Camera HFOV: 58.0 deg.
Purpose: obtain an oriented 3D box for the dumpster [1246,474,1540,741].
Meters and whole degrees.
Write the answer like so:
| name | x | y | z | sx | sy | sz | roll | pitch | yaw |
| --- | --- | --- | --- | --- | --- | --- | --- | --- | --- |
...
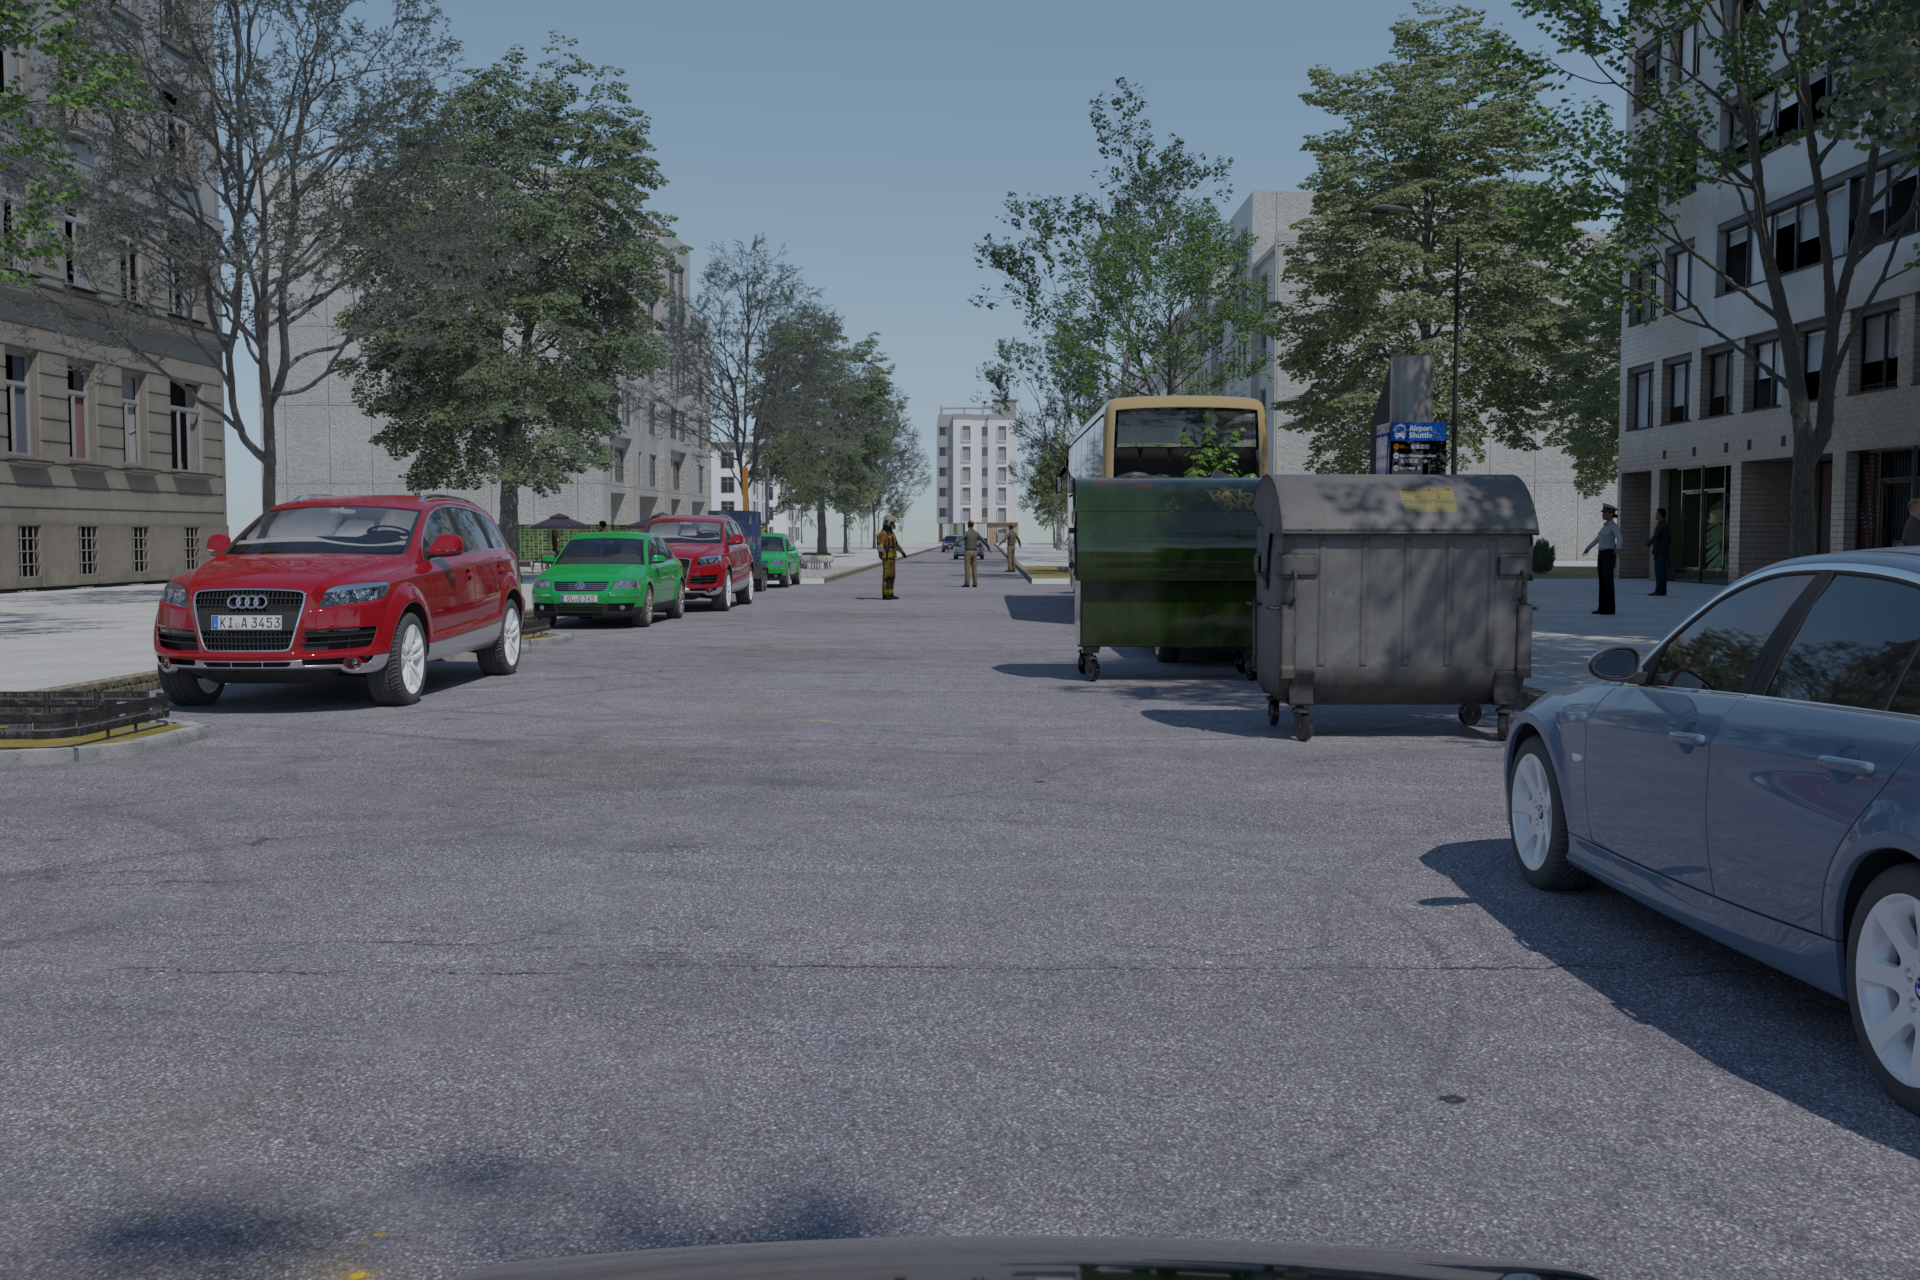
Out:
| name | x | y | z | sx | sy | sz | roll | pitch | yaw |
| --- | --- | --- | --- | --- | --- | --- | --- | --- | --- |
| dumpster | 3.063 | -0.259 | 12.443 | 1.865 | 1.857 | 1.264 | 0 | 4 | -1 |

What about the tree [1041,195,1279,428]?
| name | x | y | z | sx | sy | sz | roll | pitch | yaw |
| --- | --- | --- | --- | --- | --- | --- | --- | --- | --- |
| tree | 6.107 | -7.796 | 53.219 | 9.928 | 11.665 | 9.643 | 0 | 3 | 0 |

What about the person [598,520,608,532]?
| name | x | y | z | sx | sy | sz | roll | pitch | yaw |
| --- | --- | --- | --- | --- | --- | --- | --- | --- | --- |
| person | -14.376 | -3.878 | 69.543 | 0.704 | 1.843 | 1.345 | 2 | 4 | 24 |

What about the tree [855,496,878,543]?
| name | x | y | z | sx | sy | sz | roll | pitch | yaw |
| --- | --- | --- | --- | --- | --- | --- | --- | --- | --- |
| tree | -12.927 | -18.173 | 247.497 | 4.360 | 8.622 | 3.978 | 0 | 3 | 0 |

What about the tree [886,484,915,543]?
| name | x | y | z | sx | sy | sz | roll | pitch | yaw |
| --- | --- | --- | --- | --- | --- | --- | --- | --- | --- |
| tree | -8.523 | -18.171 | 247.454 | 4.737 | 8.622 | 4.395 | 0 | 3 | 0 |

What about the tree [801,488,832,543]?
| name | x | y | z | sx | sy | sz | roll | pitch | yaw |
| --- | --- | --- | --- | --- | --- | --- | --- | --- | --- |
| tree | -22.569 | -20.450 | 244.720 | 12.009 | 13.543 | 11.850 | 0 | 3 | 0 |

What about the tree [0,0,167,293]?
| name | x | y | z | sx | sy | sz | roll | pitch | yaw |
| --- | --- | --- | --- | --- | --- | --- | --- | --- | --- |
| tree | -12.367 | -5.674 | 18.522 | 9.928 | 11.665 | 9.643 | 0 | 3 | 0 |

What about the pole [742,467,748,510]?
| name | x | y | z | sx | sy | sz | roll | pitch | yaw |
| --- | --- | --- | --- | --- | --- | --- | --- | --- | --- |
| pole | -6.557 | -3.618 | 52.992 | 0.158 | 3.312 | 0.155 | 0 | 3 | 0 |

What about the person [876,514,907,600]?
| name | x | y | z | sx | sy | sz | roll | pitch | yaw |
| --- | --- | --- | --- | --- | --- | --- | --- | --- | --- |
| person | -1.526 | -1.805 | 37.735 | 0.705 | 1.858 | 1.354 | 1 | 4 | 21 |

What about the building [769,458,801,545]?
| name | x | y | z | sx | sy | sz | roll | pitch | yaw |
| --- | --- | --- | --- | --- | --- | --- | --- | --- | --- |
| building | -23.264 | -16.081 | 205.078 | 9.099 | 9.664 | 28.070 | 0 | 4 | 1 |

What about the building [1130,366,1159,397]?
| name | x | y | z | sx | sy | sz | roll | pitch | yaw |
| --- | --- | --- | --- | --- | --- | --- | --- | --- | --- |
| building | 27.377 | -20.967 | 173.731 | 19.493 | 23.208 | 18.063 | 0 | 4 | 0 |

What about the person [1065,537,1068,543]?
| name | x | y | z | sx | sy | sz | roll | pitch | yaw |
| --- | --- | --- | --- | --- | --- | --- | --- | --- | --- |
| person | 4.653 | -3.726 | 66.774 | 1.347 | 1.847 | 0.705 | 1 | 4 | 21 |

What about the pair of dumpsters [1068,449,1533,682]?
| name | x | y | z | sx | sy | sz | roll | pitch | yaw |
| --- | --- | --- | --- | --- | --- | --- | --- | --- | --- |
| pair of dumpsters | 3.299 | -0.753 | 17.261 | 4.436 | 2.255 | 1.574 | 0 | 4 | 1 |

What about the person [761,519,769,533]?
| name | x | y | z | sx | sy | sz | roll | pitch | yaw |
| --- | --- | --- | --- | --- | --- | --- | --- | --- | --- |
| person | -6.305 | -3.051 | 56.351 | 0.721 | 1.772 | 1.216 | -3 | 5 | -44 |

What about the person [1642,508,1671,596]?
| name | x | y | z | sx | sy | sz | roll | pitch | yaw |
| --- | --- | --- | --- | --- | --- | --- | --- | --- | --- |
| person | 14.550 | -1.833 | 36.042 | 0.705 | 1.821 | 1.348 | 3 | 5 | 41 |

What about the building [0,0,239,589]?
| name | x | y | z | sx | sy | sz | roll | pitch | yaw |
| --- | --- | --- | --- | --- | --- | --- | --- | --- | --- |
| building | -27.778 | -12.338 | 33.750 | 16.112 | 23.069 | 30.059 | 0 | 3 | 0 |

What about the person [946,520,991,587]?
| name | x | y | z | sx | sy | sz | roll | pitch | yaw |
| --- | --- | --- | --- | --- | --- | --- | --- | --- | --- |
| person | 0.275 | -2.320 | 46.662 | 1.348 | 1.796 | 0.705 | -2 | 4 | -27 |

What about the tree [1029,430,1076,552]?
| name | x | y | z | sx | sy | sz | roll | pitch | yaw |
| --- | --- | --- | --- | --- | --- | --- | --- | --- | --- |
| tree | 7.196 | -10.525 | 122.444 | 4.737 | 8.622 | 4.395 | 0 | 3 | 0 |

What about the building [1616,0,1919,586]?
| name | x | y | z | sx | sy | sz | roll | pitch | yaw |
| --- | --- | --- | --- | --- | --- | --- | --- | --- | --- |
| building | 28.266 | -13.396 | 25.604 | 21.656 | 26.213 | 47.522 | 0 | 4 | 1 |

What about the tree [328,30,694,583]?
| name | x | y | z | sx | sy | sz | roll | pitch | yaw |
| --- | --- | --- | --- | --- | --- | --- | --- | --- | --- |
| tree | -11.851 | -8.450 | 44.813 | 9.857 | 13.997 | 8.962 | 0 | 3 | 0 |

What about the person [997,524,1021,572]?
| name | x | y | z | sx | sy | sz | roll | pitch | yaw |
| --- | --- | --- | --- | --- | --- | --- | --- | --- | --- |
| person | 1.903 | -3.457 | 65.245 | 0.705 | 1.796 | 1.348 | 3 | 5 | 42 |

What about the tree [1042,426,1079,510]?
| name | x | y | z | sx | sy | sz | roll | pitch | yaw |
| --- | --- | --- | --- | --- | --- | --- | --- | --- | --- |
| tree | 7.502 | -10.074 | 115.067 | 4.737 | 8.622 | 4.395 | 0 | 3 | 0 |

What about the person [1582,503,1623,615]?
| name | x | y | z | sx | sy | sz | roll | pitch | yaw |
| --- | --- | --- | --- | --- | --- | --- | --- | --- | --- |
| person | 10.245 | -1.294 | 27.617 | 0.721 | 1.778 | 1.216 | 0 | 4 | -5 |

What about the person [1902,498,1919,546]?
| name | x | y | z | sx | sy | sz | roll | pitch | yaw |
| --- | --- | --- | --- | --- | --- | --- | --- | --- | --- |
| person | 12.789 | -1.007 | 23.066 | 0.434 | 1.755 | 0.990 | 3 | 4 | 39 |

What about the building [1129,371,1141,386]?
| name | x | y | z | sx | sy | sz | roll | pitch | yaw |
| --- | --- | --- | --- | --- | --- | --- | --- | --- | --- |
| building | 24.584 | -21.038 | 200.387 | 16.016 | 20.090 | 11.380 | 0 | 4 | 1 |

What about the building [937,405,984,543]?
| name | x | y | z | sx | sy | sz | roll | pitch | yaw |
| --- | --- | --- | --- | --- | --- | --- | --- | --- | --- |
| building | -2.985 | -23.701 | 246.387 | 11.380 | 20.090 | 16.016 | 0 | 4 | 3 |

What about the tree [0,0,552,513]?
| name | x | y | z | sx | sy | sz | roll | pitch | yaw |
| --- | --- | --- | --- | --- | --- | --- | --- | --- | --- |
| tree | -12.415 | -7.352 | 30.580 | 12.009 | 13.543 | 11.850 | 0 | 3 | 0 |

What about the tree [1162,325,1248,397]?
| name | x | y | z | sx | sy | sz | roll | pitch | yaw |
| --- | --- | --- | --- | --- | --- | --- | --- | --- | --- |
| tree | 8.828 | -6.758 | 60.851 | 4.360 | 8.622 | 3.978 | 0 | 3 | 0 |

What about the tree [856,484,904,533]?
| name | x | y | z | sx | sy | sz | roll | pitch | yaw |
| --- | --- | --- | --- | --- | --- | --- | --- | --- | --- |
| tree | -11.139 | -18.730 | 240.652 | 7.601 | 10.594 | 8.767 | 0 | 4 | 1 |

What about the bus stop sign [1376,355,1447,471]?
| name | x | y | z | sx | sy | sz | roll | pitch | yaw |
| --- | --- | --- | --- | --- | --- | --- | --- | --- | --- |
| bus stop sign | 6.718 | -2.252 | 25.841 | 0.837 | 3.901 | 0.837 | 0 | 4 | 0 |

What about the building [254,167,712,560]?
| name | x | y | z | sx | sy | sz | roll | pitch | yaw |
| --- | --- | --- | --- | --- | --- | --- | --- | --- | --- |
| building | -25.318 | -14.260 | 99.610 | 16.747 | 18.905 | 31.486 | 0 | 4 | 1 |

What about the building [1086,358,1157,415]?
| name | x | y | z | sx | sy | sz | roll | pitch | yaw |
| --- | --- | --- | --- | --- | --- | --- | --- | --- | --- |
| building | 25.117 | -23.319 | 212.186 | 19.493 | 23.208 | 18.063 | 0 | 4 | 1 |

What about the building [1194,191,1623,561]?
| name | x | y | z | sx | sy | sz | roll | pitch | yaw |
| --- | --- | --- | --- | --- | --- | --- | --- | --- | --- |
| building | 23.542 | -14.160 | 97.970 | 16.747 | 18.905 | 31.486 | 0 | 4 | 1 |

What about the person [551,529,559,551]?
| name | x | y | z | sx | sy | sz | roll | pitch | yaw |
| --- | --- | --- | --- | --- | --- | --- | --- | --- | --- |
| person | -18.294 | -4.418 | 78.371 | 0.704 | 1.812 | 1.346 | -1 | 4 | -20 |

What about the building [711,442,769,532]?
| name | x | y | z | sx | sy | sz | roll | pitch | yaw |
| --- | --- | --- | --- | --- | --- | --- | --- | --- | --- |
| building | -23.370 | -14.060 | 172.024 | 9.099 | 9.664 | 28.070 | 0 | 4 | 1 |

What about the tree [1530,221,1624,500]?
| name | x | y | z | sx | sy | sz | roll | pitch | yaw |
| --- | --- | --- | --- | --- | --- | --- | --- | --- | --- |
| tree | 24.067 | -8.828 | 62.468 | 7.486 | 12.596 | 7.792 | 0 | 3 | 0 |

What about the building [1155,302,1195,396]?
| name | x | y | z | sx | sy | sz | roll | pitch | yaw |
| --- | --- | --- | --- | --- | --- | --- | --- | --- | --- |
| building | 24.773 | -18.208 | 128.635 | 19.493 | 23.208 | 18.063 | 0 | 4 | 1 |

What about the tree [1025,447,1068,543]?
| name | x | y | z | sx | sy | sz | roll | pitch | yaw |
| --- | --- | --- | --- | --- | --- | --- | --- | --- | --- |
| tree | 14.052 | -20.472 | 241.364 | 9.857 | 13.997 | 8.962 | 0 | 3 | 0 |
